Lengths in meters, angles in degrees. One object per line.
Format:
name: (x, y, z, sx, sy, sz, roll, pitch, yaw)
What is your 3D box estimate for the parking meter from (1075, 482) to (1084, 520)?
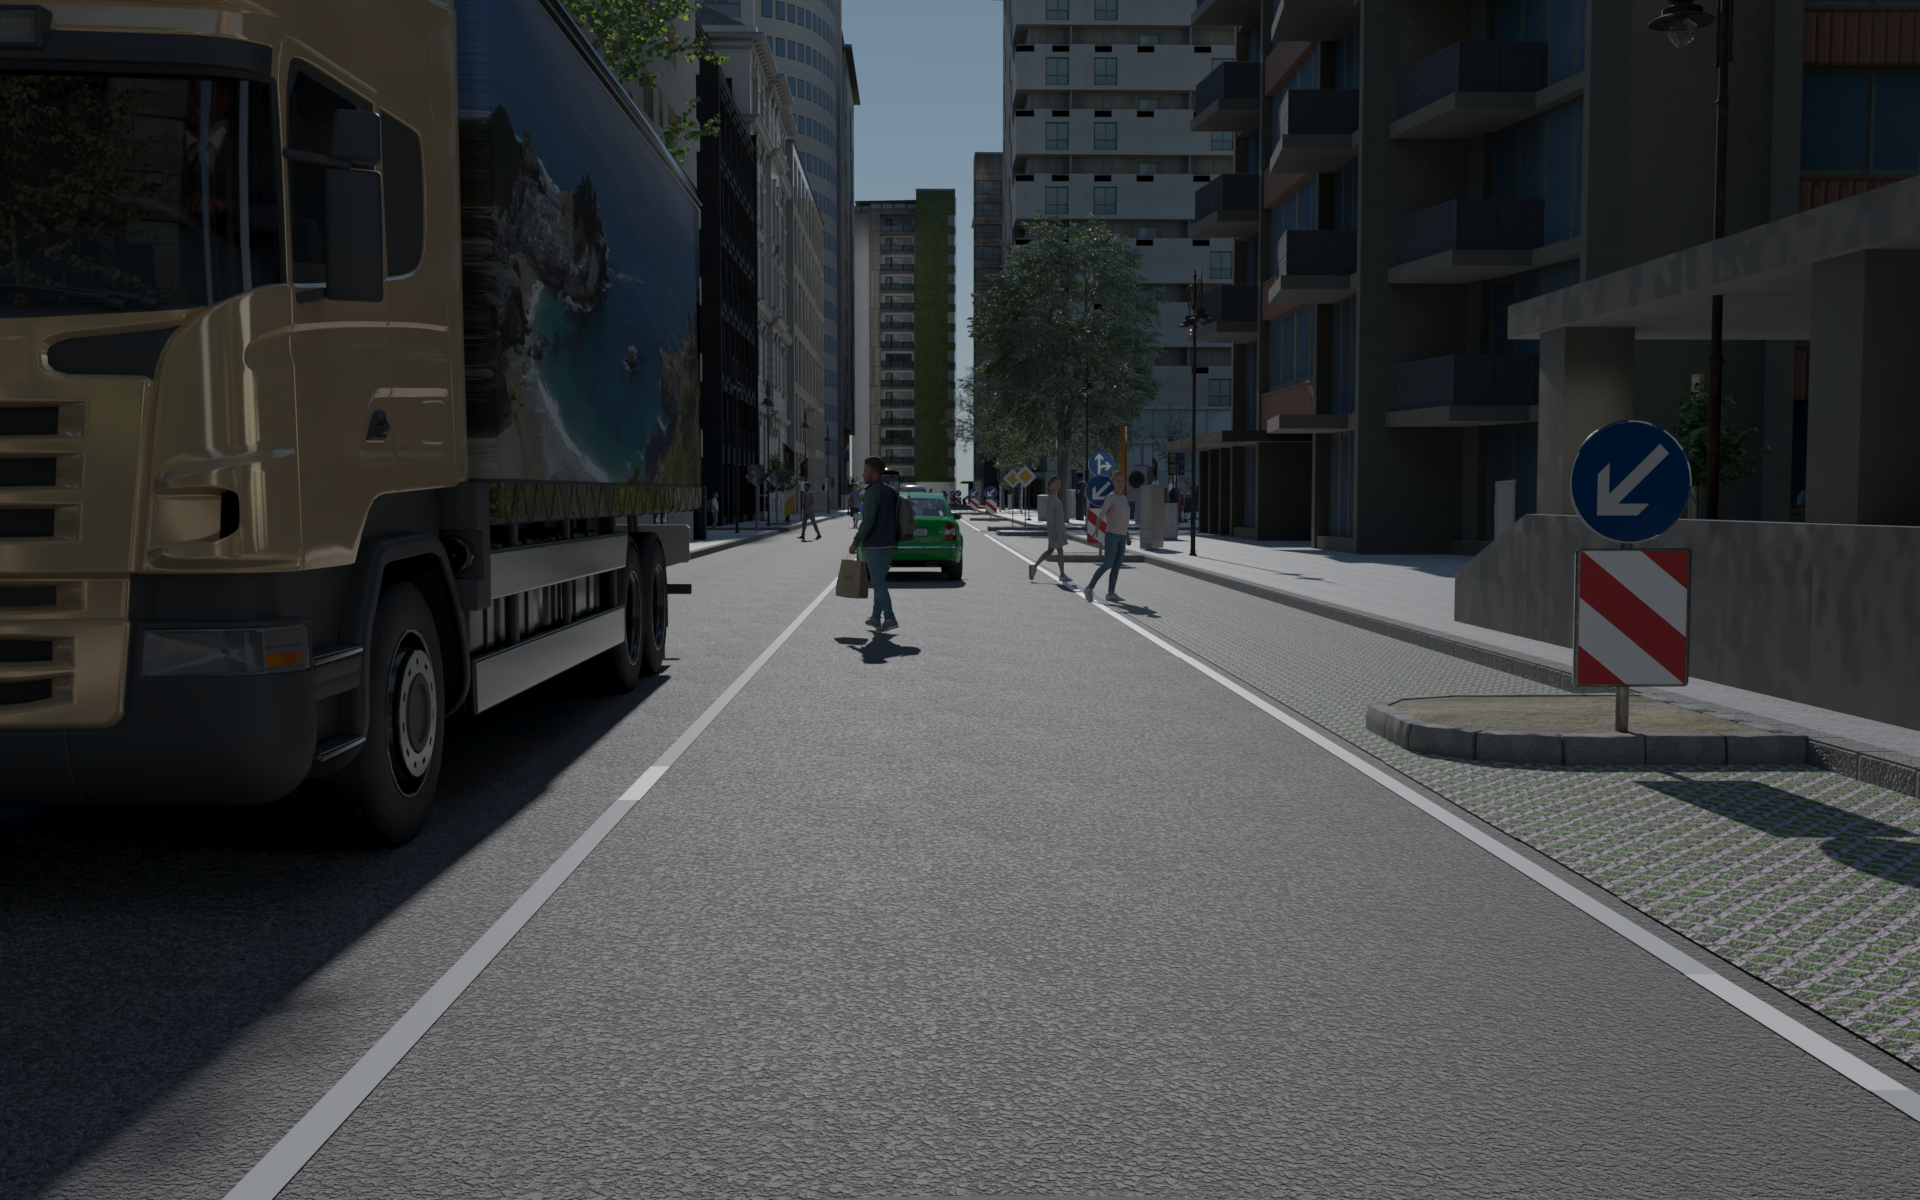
parking meter: (5.857, -4.829, 84.666, 0.399, 1.863, 0.255, 3, 4, 38)

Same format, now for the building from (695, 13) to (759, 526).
building: (-15.792, -15.068, 76.045, 12.332, 23.373, 15.834, 0, 4, -1)

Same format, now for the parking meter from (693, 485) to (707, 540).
parking meter: (-7.261, -2.442, 48.337, 0.372, 1.533, 0.369, 0, 3, 0)

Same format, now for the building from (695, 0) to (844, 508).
building: (-21.678, -37.529, 155.592, 21.231, 58.520, 28.212, 0, 4, -1)

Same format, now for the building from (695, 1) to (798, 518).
building: (-16.572, -18.847, 95.531, 14.401, 28.519, 23.554, 0, 4, -1)

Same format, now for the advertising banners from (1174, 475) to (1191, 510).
advertising banners: (17.819, -8.745, 139.164, 2.074, 3.025, 0.090, -3, 4, -38)

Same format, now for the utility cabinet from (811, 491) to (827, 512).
utility cabinet: (-9.640, -6.744, 118.941, 1.173, 1.500, 0.318, 0, 4, 2)

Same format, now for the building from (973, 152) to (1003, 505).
building: (8.576, -32.188, 209.876, 14.154, 41.232, 14.086, 0, 4, -1)

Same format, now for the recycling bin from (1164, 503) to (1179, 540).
recycling bin: (5.797, -2.227, 48.963, 0.722, 1.027, 0.722, 1, 4, 10)

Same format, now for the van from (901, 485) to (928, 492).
van: (-2.260, -4.828, 85.956, 2.013, 2.044, 4.112, 0, 4, -1)

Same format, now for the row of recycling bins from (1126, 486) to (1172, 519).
row of recycling bins: (9.007, -5.016, 89.121, 3.534, 1.692, 1.069, -1, 4, -12)

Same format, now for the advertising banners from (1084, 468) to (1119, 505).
advertising banners: (8.074, -6.277, 98.811, 2.074, 3.025, 0.090, 1, 4, 8)

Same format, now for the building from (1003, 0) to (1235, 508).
building: (17.900, -34.789, 158.035, 28.713, 52.752, 27.495, 0, 4, -1)

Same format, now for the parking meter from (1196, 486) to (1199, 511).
parking meter: (16.795, -7.082, 121.502, 0.399, 1.863, 0.255, -1, 4, -10)

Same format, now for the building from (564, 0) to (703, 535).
building: (-22.658, -12.098, 42.843, 28.899, 21.520, 27.650, 0, 4, -1)

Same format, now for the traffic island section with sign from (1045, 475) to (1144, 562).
traffic island section with sign: (2.828, -1.735, 36.991, 1.989, 1.847, 2.006, 0, 4, -1)

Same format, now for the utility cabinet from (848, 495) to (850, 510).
utility cabinet: (-9.103, -7.995, 141.884, 0.306, 1.237, 1.020, 1, 4, 15)

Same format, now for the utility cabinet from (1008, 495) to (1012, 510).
utility cabinet: (4.051, -7.962, 141.343, 0.306, 1.237, 1.020, 0, 4, 0)

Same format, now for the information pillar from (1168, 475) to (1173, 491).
information pillar: (17.294, -9.238, 142.391, 0.183, 3.616, 0.504, 3, 5, 41)

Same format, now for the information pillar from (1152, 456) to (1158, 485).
information pillar: (12.122, -7.110, 107.609, 0.183, 3.616, 0.504, -3, 4, -37)

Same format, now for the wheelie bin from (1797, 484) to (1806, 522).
wheelie bin: (14.506, -1.296, 29.092, 0.980, 1.594, 0.693, -1, 4, -16)

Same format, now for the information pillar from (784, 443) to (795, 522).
information pillar: (-7.868, -5.405, 79.723, 0.504, 3.616, 0.183, -1, 4, -9)

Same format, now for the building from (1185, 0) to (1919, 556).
building: (17.824, -23.808, 43.879, 22.147, 44.769, 28.867, 0, 4, -1)

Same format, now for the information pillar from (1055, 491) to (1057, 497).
information pillar: (4.969, -5.207, 89.627, 0.304, 2.012, 0.304, 3, 5, 44)

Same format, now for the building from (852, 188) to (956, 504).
building: (-7.617, -33.662, 233.960, 14.086, 41.232, 14.154, 0, 4, -1)

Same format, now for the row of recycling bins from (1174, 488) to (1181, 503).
row of recycling bins: (13.069, -6.655, 115.929, 3.534, 1.692, 1.069, 2, 4, 23)

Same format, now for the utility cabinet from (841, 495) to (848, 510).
utility cabinet: (-9.488, -7.919, 140.642, 0.306, 1.237, 1.020, 0, 4, -1)

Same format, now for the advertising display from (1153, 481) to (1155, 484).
advertising display: (9.275, -4.866, 84.771, 0.123, 1.923, 0.974, 2, 4, 32)

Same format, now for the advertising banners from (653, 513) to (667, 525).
advertising banners: (-6.895, -2.692, 40.208, 0.090, 3.025, 2.074, 0, 4, 3)

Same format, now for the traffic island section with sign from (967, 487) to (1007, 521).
traffic island section with sign: (1.515, -5.136, 92.596, 1.989, 1.847, 2.006, 0, 4, -1)

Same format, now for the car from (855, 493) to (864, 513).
car: (-5.239, -5.545, 100.254, 1.945, 1.707, 3.694, 0, 4, -3)

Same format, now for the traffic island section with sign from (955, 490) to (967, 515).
traffic island section with sign: (0.855, -6.824, 120.208, 1.989, 1.847, 2.006, 0, 4, -1)

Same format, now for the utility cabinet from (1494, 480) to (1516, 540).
utility cabinet: (8.488, -1.122, 27.028, 0.318, 1.500, 1.173, 1, 4, 18)

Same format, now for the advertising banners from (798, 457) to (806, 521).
advertising banners: (-7.631, -5.354, 83.729, 0.090, 3.025, 2.074, 0, 4, 5)

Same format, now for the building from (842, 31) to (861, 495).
building: (-25.794, -37.520, 202.687, 27.495, 52.752, 28.713, 0, 4, -1)

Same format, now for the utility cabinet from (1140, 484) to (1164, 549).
utility cabinet: (4.454, -1.931, 40.254, 0.318, 1.500, 1.173, 1, 4, 20)

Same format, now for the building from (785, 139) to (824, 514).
building: (-20.357, -19.585, 124.730, 19.350, 26.468, 34.151, 0, 4, -1)

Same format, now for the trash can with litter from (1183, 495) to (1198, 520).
trash can with litter: (11.827, -4.610, 86.439, 2.233, 1.210, 1.678, 1, 4, 21)

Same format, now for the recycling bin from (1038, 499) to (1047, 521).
recycling bin: (4.113, -4.285, 82.614, 0.722, 1.027, 0.722, 1, 4, 11)

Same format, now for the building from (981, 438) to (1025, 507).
building: (13.958, -53.422, 186.113, 22.319, 86.520, 31.000, 0, 4, -1)

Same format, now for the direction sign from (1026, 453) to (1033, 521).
direction sign: (3.337, -5.616, 83.822, 0.379, 3.537, 0.876, 1, 4, 18)

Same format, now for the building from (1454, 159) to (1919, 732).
building: (21.258, -19.440, 9.723, 32.217, 40.220, 23.993, 0, 4, -1)

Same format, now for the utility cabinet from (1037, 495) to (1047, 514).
utility cabinet: (5.334, -6.021, 109.609, 0.306, 1.237, 1.020, -3, 5, -41)

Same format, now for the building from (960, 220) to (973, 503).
building: (14.565, -35.703, 238.376, 28.867, 44.769, 22.147, 0, 4, -1)

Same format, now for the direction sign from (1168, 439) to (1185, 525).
direction sign: (8.949, -4.875, 71.702, 0.876, 3.537, 0.379, -2, 4, -33)

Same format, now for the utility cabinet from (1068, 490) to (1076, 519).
utility cabinet: (5.890, -4.912, 88.998, 0.318, 1.500, 1.173, 2, 4, 32)

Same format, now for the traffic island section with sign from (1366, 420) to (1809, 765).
traffic island section with sign: (3.463, -0.087, 10.044, 1.989, 1.847, 2.006, 0, 4, -1)

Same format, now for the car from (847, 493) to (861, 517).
car: (-6.153, -6.266, 111.481, 2.155, 1.783, 4.494, 0, 4, -1)

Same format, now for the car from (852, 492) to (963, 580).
car: (-0.909, -1.311, 30.230, 1.959, 1.807, 4.718, 0, 4, -3)

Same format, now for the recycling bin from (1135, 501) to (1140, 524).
recycling bin: (7.866, -3.726, 73.476, 0.722, 1.027, 0.722, -1, 4, -13)

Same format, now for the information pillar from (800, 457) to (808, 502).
information pillar: (-9.945, -7.295, 110.627, 0.504, 3.616, 0.183, -1, 4, -20)

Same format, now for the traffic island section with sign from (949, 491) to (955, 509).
traffic island section with sign: (-0.296, -9.852, 169.701, 1.989, 1.847, 2.006, 0, 4, -1)
